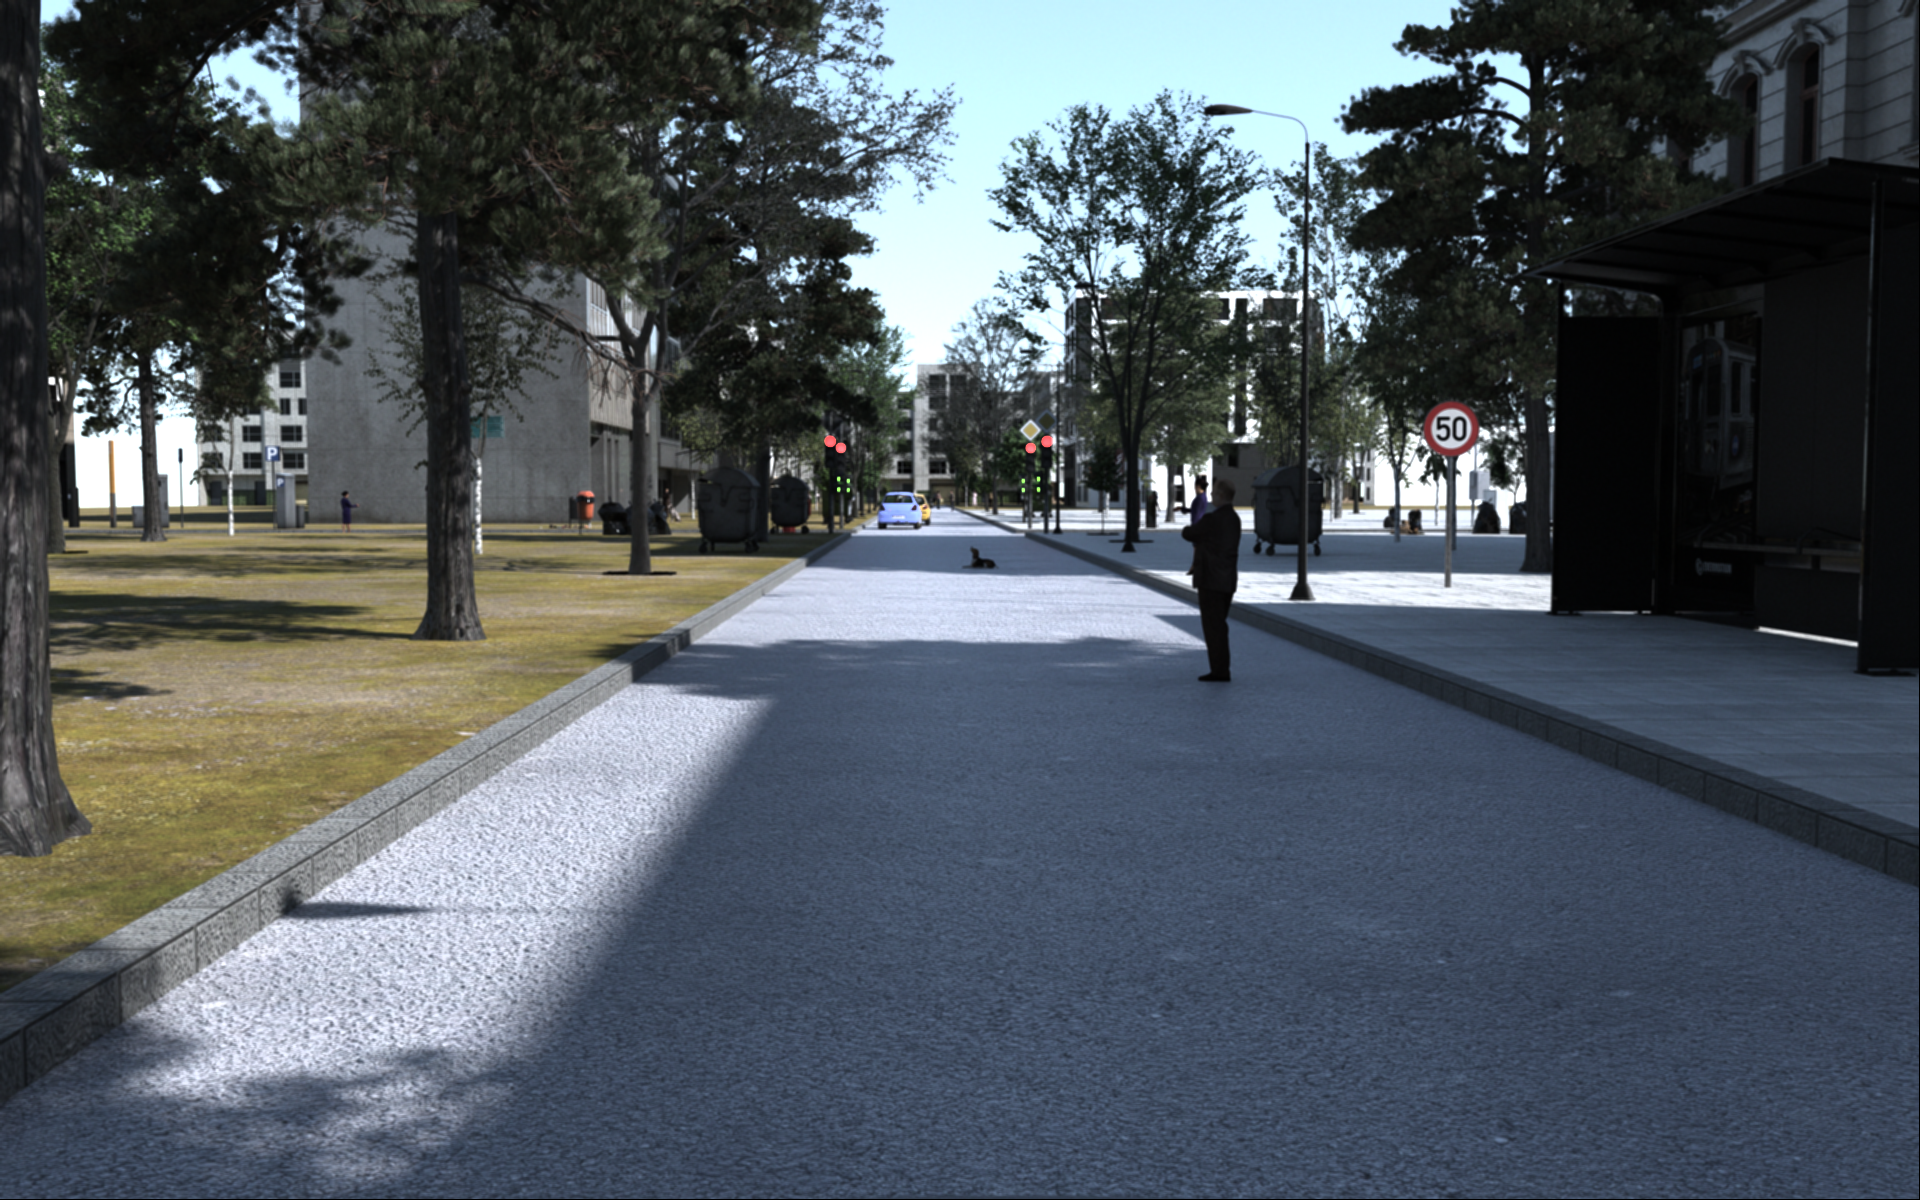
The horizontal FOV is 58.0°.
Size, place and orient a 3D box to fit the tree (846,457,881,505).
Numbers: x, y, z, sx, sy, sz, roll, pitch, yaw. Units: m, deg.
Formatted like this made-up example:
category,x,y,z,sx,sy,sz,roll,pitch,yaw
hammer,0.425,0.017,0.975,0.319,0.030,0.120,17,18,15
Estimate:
category,x,y,z,sx,sy,sz,roll,pitch,yaw
tree,-8.090,-9.924,145.966,4.285,4.588,4.351,0,3,0

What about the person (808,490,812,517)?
category,x,y,z,sx,sy,sz,roll,pitch,yaw
person,-8.477,-5.398,96.769,0.387,1.526,0.523,-1,4,-11

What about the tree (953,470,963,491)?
category,x,y,z,sx,sy,sz,roll,pitch,yaw
tree,0.901,-12.491,187.943,4.285,4.588,4.351,0,3,0

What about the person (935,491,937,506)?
category,x,y,z,sx,sy,sz,roll,pitch,yaw
person,-2.857,-12.006,205.335,0.617,1.759,0.750,1,4,14

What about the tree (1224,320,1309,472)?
category,x,y,z,sx,sy,sz,roll,pitch,yaw
tree,12.981,-7.438,71.978,4.737,8.622,4.395,0,3,0

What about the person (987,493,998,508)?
category,x,y,z,sx,sy,sz,roll,pitch,yaw
person,2.901,-9.561,162.464,1.348,1.812,0.705,2,4,24

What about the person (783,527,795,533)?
category,x,y,z,sx,sy,sz,roll,pitch,yaw
person,-5.988,-3.044,60.734,0.387,1.526,0.523,2,4,33

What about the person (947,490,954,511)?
category,x,y,z,sx,sy,sz,roll,pitch,yaw
person,-0.836,-8.317,145.018,0.750,1.759,0.617,0,4,6

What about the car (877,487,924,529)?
category,x,y,z,sx,sy,sz,roll,pitch,yaw
car,-2.475,-3.787,71.508,1.945,1.707,3.694,0,4,0

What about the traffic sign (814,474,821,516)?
category,x,y,z,sx,sy,sz,roll,pitch,yaw
traffic sign,-8.285,-6.250,102.289,0.768,2.556,0.104,0,4,3

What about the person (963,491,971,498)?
category,x,y,z,sx,sy,sz,roll,pitch,yaw
person,0.813,-11.789,199.619,1.217,1.723,0.721,-2,4,-34

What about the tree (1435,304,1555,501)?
category,x,y,z,sx,sy,sz,roll,pitch,yaw
tree,25.816,-8.835,78.872,8.767,10.594,7.601,-2,4,-23

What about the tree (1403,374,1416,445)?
category,x,y,z,sx,sy,sz,roll,pitch,yaw
tree,25.998,-11.442,112.824,9.928,11.665,9.643,0,3,0

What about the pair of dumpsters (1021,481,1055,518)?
category,x,y,z,sx,sy,sz,roll,pitch,yaw
pair of dumpsters,4.270,-5.639,94.693,1.574,2.255,4.436,0,4,-2

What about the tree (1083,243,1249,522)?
category,x,y,z,sx,sy,sz,roll,pitch,yaw
tree,9.472,-9.822,78.722,7.486,12.596,7.792,0,3,0

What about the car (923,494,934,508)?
category,x,y,z,sx,sy,sz,roll,pitch,yaw
car,-3.608,-10.118,175.207,2.009,1.686,4.222,0,4,-2

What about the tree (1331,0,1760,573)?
category,x,y,z,sx,sy,sz,roll,pitch,yaw
tree,9.428,-6.486,28.109,6.751,12.117,7.091,0,3,0

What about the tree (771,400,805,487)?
category,x,y,z,sx,sy,sz,roll,pitch,yaw
tree,-12.377,-9.176,100.382,4.737,8.622,4.395,0,3,0

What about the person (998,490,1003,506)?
category,x,y,z,sx,sy,sz,roll,pitch,yaw
person,4.298,-10.760,182.696,0.721,1.735,1.217,-1,4,-18

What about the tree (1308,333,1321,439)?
category,x,y,z,sx,sy,sz,roll,pitch,yaw
tree,11.829,-5.869,46.319,4.737,8.622,4.395,0,3,0

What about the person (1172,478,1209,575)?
category,x,y,z,sx,sy,sz,roll,pitch,yaw
person,3.645,-1.153,27.271,0.546,1.535,0.453,0,4,-1

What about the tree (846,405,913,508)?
category,x,y,z,sx,sy,sz,roll,pitch,yaw
tree,-7.482,-13.864,161.085,7.601,10.594,8.767,-3,5,-43

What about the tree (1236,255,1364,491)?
category,x,y,z,sx,sy,sz,roll,pitch,yaw
tree,10.214,-6.290,53.202,4.360,8.622,3.978,0,3,0

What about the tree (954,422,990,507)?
category,x,y,z,sx,sy,sz,roll,pitch,yaw
tree,0.754,-13.250,166.998,4.737,8.622,4.395,0,3,0

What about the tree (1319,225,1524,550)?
category,x,y,z,sx,sy,sz,roll,pitch,yaw
tree,11.034,-5.447,39.417,4.737,8.622,4.395,0,3,0

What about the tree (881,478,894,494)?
category,x,y,z,sx,sy,sz,roll,pitch,yaw
tree,-8.530,-12.961,206.517,1.663,3.219,1.824,0,3,0

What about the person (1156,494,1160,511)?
category,x,y,z,sx,sy,sz,roll,pitch,yaw
person,14.425,-7.276,127.694,0.574,1.496,0.600,0,4,-4

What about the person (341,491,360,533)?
category,x,y,z,sx,sy,sz,roll,pitch,yaw
person,-20.675,-2.920,58.618,0.453,1.535,0.546,1,4,20

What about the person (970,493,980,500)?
category,x,y,z,sx,sy,sz,roll,pitch,yaw
person,1.935,-12.758,214.637,1.348,1.823,0.705,0,4,-3

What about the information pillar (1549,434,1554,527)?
category,x,y,z,sx,sy,sz,roll,pitch,yaw
information pillar,23.333,-4.632,67.045,0.184,3.620,1.656,-2,4,-32

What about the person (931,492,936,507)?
category,x,y,z,sx,sy,sz,roll,pitch,yaw
person,-3.009,-11.607,199.066,1.217,1.735,0.721,2,4,25

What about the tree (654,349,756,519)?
category,x,y,z,sx,sy,sz,roll,pitch,yaw
tree,-13.461,-8.452,88.556,4.737,8.622,4.395,0,3,0

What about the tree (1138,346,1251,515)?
category,x,y,z,sx,sy,sz,roll,pitch,yaw
tree,13.755,-10.640,108.369,7.601,10.594,8.767,0,4,5

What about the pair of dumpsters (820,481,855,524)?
category,x,y,z,sx,sy,sz,roll,pitch,yaw
pair of dumpsters,-5.458,-4.541,76.747,1.574,2.255,4.436,0,4,-2

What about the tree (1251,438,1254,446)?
category,x,y,z,sx,sy,sz,roll,pitch,yaw
tree,18.230,-12.114,132.480,8.767,10.594,7.601,0,4,3

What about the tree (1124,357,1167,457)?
category,x,y,z,sx,sy,sz,roll,pitch,yaw
tree,9.858,-12.788,119.458,12.009,13.543,11.850,0,3,0

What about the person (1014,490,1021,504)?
category,x,y,z,sx,sy,sz,roll,pitch,yaw
person,7.304,-12.875,216.179,1.348,1.869,0.705,-2,4,-28

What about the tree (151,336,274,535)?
category,x,y,z,sx,sy,sz,roll,pitch,yaw
tree,-22.904,-6.313,53.576,4.360,8.622,3.978,0,3,0

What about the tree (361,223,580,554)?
category,x,y,z,sx,sy,sz,roll,pitch,yaw
tree,-10.285,-5.300,37.023,4.360,8.622,3.978,0,3,0

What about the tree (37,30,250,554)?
category,x,y,z,sx,sy,sz,roll,pitch,yaw
tree,-19.440,-6.817,37.215,9.928,11.665,9.643,0,3,0

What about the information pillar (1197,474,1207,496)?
category,x,y,z,sx,sy,sz,roll,pitch,yaw
information pillar,8.979,-3.660,64.335,0.304,2.012,0.304,-1,4,-16

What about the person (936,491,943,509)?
category,x,y,z,sx,sy,sz,roll,pitch,yaw
person,-1.967,-9.473,164.091,0.721,1.736,1.217,-2,4,-27

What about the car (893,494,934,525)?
category,x,y,z,sx,sy,sz,roll,pitch,yaw
car,-2.244,-4.335,81.100,2.015,1.641,3.980,0,3,0

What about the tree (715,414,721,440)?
category,x,y,z,sx,sy,sz,roll,pitch,yaw
tree,-12.905,-11.766,118.135,9.928,11.665,9.643,0,3,0

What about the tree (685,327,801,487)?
category,x,y,z,sx,sy,sz,roll,pitch,yaw
tree,-9.371,-7.458,72.301,4.360,8.622,3.978,0,3,0

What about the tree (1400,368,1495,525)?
category,x,y,z,sx,sy,sz,roll,pitch,yaw
tree,19.740,-7.366,70.797,4.360,8.622,3.978,0,3,0

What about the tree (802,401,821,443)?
category,x,y,z,sx,sy,sz,roll,pitch,yaw
tree,-8.446,-8.073,82.363,4.360,8.622,3.978,0,3,0

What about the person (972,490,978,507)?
category,x,y,z,sx,sy,sz,roll,pitch,yaw
person,1.482,-10.457,177.689,0.621,1.740,0.551,3,4,37

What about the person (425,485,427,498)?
category,x,y,z,sx,sy,sz,roll,pitch,yaw
person,-20.163,-3.598,66.331,0.566,1.644,0.517,0,4,-5

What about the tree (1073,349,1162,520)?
category,x,y,z,sx,sy,sz,roll,pitch,yaw
tree,8.307,-8.332,86.592,4.737,8.622,4.395,0,3,0

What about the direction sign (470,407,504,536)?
category,x,y,z,sx,sy,sz,roll,pitch,yaw
direction sign,-14.892,-3.974,53.732,2.525,3.948,1.411,1,4,19

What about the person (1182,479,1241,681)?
category,x,y,z,sx,sy,sz,roll,pitch,yaw
person,1.928,-0.153,13.264,0.388,1.546,0.482,3,4,38

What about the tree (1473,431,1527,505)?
category,x,y,z,sx,sy,sz,roll,pitch,yaw
tree,49.758,-10.258,130.616,20.602,7.101,11.467,-1,4,-21

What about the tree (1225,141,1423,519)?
category,x,y,z,sx,sy,sz,roll,pitch,yaw
tree,20.501,-14.403,91.371,12.611,20.169,13.585,0,3,0

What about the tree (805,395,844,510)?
category,x,y,z,sx,sy,sz,roll,pitch,yaw
tree,-10.146,-9.596,107.251,4.737,8.622,4.395,0,3,0

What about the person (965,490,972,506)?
category,x,y,z,sx,sy,sz,roll,pitch,yaw
person,0.816,-11.061,187.603,1.217,1.743,0.721,-2,4,-25

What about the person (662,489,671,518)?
category,x,y,z,sx,sy,sz,roll,pitch,yaw
person,-15.616,-5.124,92.093,0.482,1.546,0.388,1,4,17

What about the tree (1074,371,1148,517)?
category,x,y,z,sx,sy,sz,roll,pitch,yaw
tree,8.587,-8.986,97.284,4.360,8.622,3.978,0,3,0

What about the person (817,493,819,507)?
category,x,y,z,sx,sy,sz,roll,pitch,yaw
person,-14.202,-10.007,172.842,0.628,1.438,0.799,-2,4,-23

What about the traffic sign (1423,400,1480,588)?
category,x,y,z,sx,sy,sz,roll,pitch,yaw
traffic sign,6.692,-1.442,23.682,0.768,2.556,0.104,0,4,2
